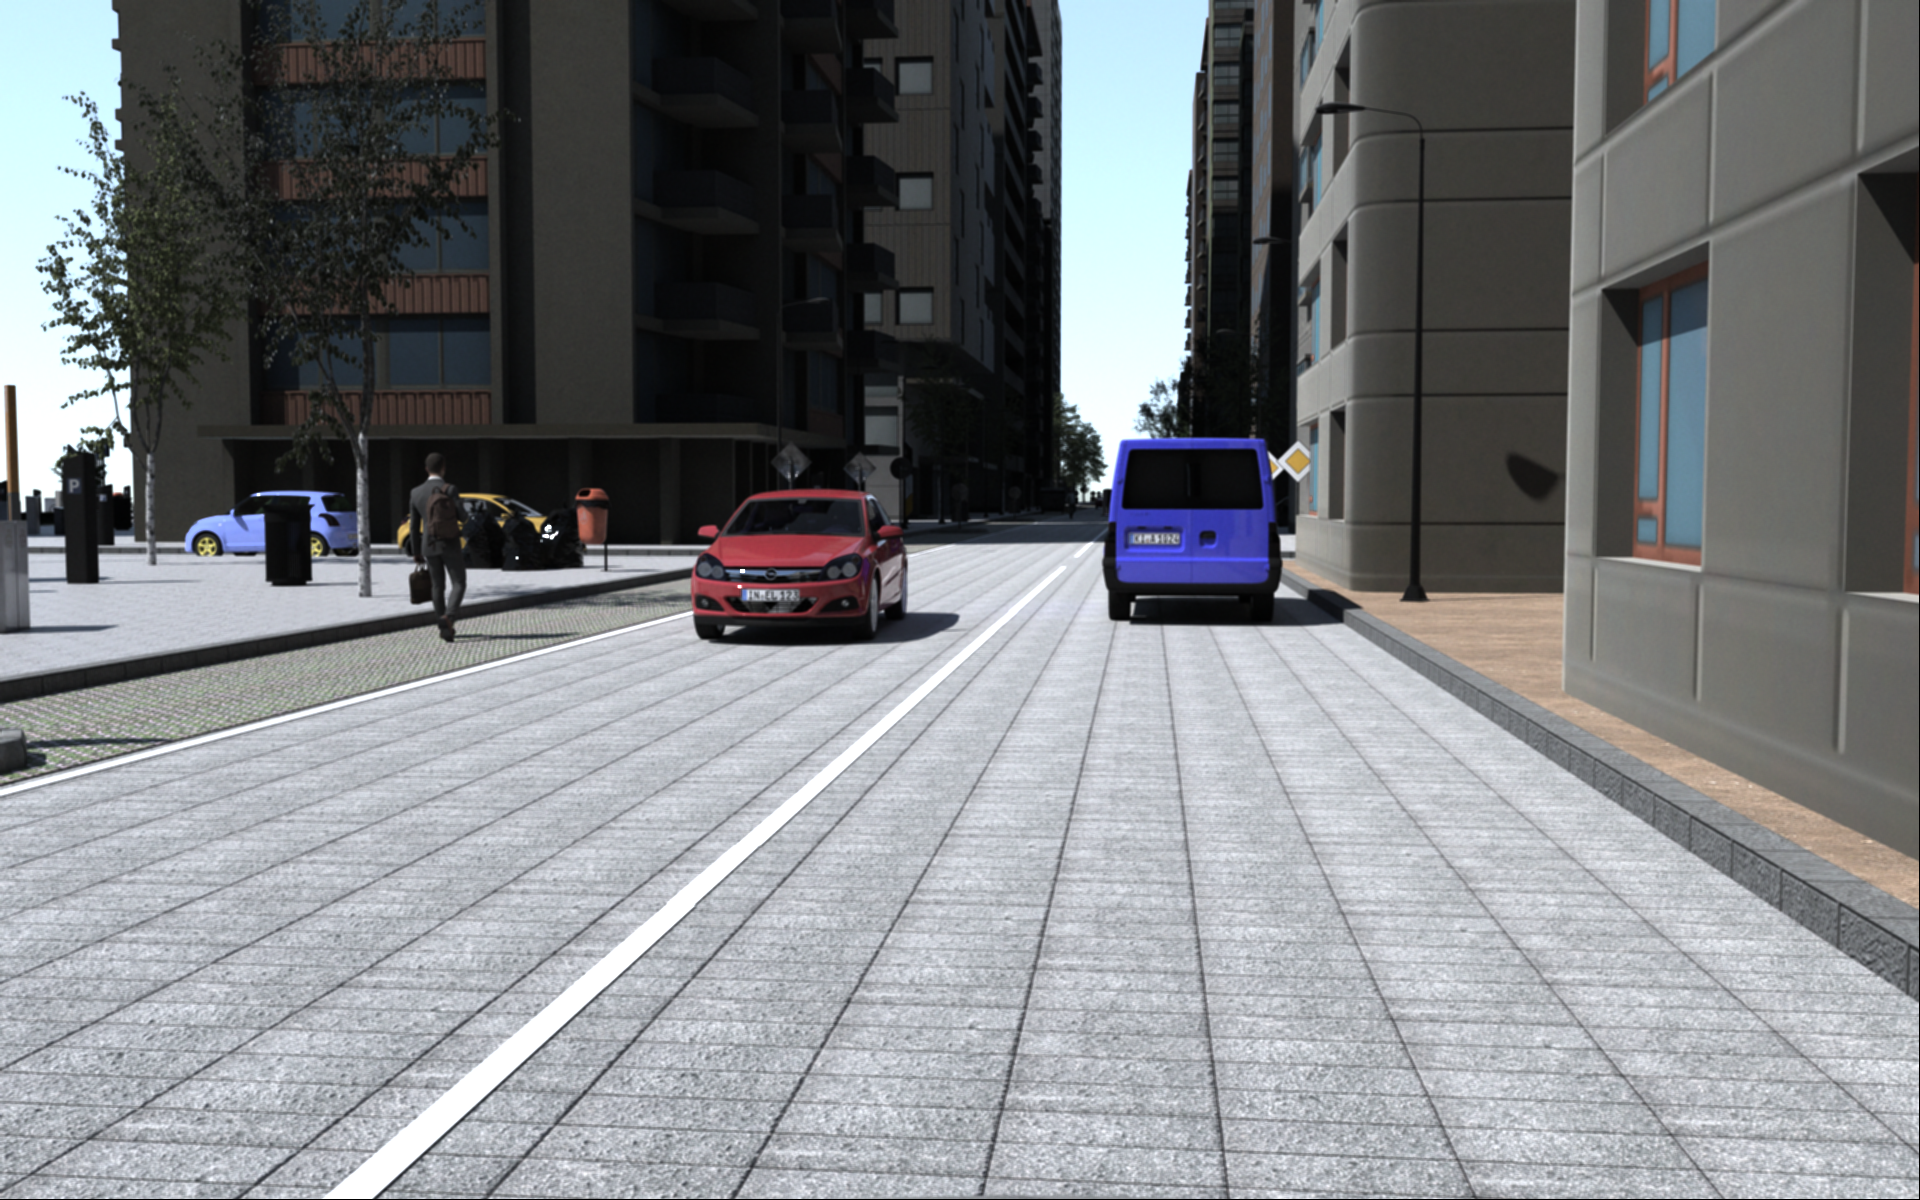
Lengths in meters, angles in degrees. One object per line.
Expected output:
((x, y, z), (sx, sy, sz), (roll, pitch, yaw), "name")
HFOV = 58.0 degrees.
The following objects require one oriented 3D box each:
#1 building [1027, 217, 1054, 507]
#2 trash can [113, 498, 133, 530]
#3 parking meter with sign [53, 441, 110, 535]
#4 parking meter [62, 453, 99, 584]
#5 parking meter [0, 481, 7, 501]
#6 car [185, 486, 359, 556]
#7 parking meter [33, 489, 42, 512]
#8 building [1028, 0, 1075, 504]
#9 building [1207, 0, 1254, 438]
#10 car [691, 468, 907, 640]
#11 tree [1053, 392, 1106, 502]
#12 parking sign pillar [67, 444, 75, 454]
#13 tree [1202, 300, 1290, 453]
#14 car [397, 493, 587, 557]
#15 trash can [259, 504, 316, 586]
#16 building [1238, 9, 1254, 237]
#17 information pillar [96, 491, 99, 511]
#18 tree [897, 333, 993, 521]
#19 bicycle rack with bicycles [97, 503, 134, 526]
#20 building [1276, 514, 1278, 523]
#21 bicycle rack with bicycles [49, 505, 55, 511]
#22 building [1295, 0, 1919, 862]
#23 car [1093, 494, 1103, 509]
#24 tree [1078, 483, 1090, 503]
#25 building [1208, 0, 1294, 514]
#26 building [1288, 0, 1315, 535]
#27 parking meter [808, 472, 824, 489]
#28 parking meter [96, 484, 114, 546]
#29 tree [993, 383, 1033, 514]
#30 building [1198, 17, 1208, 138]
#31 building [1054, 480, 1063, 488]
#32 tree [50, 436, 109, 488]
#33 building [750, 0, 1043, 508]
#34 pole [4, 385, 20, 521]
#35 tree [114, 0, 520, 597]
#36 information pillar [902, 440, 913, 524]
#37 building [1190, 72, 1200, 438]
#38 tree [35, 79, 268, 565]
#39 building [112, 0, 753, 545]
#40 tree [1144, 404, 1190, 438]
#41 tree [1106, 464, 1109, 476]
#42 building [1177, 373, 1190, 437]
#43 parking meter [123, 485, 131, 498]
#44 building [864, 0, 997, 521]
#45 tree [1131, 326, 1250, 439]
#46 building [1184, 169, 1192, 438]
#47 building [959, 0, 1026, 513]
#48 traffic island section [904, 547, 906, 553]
((2.100, -24.660, 174.898), (14.160, 30.474, 14.107), (0, 4, 6), "building")
((-30.001, -3.079, 61.999), (0.748, 1.137, 0.748), (0, 3, 0), "trash can")
((-28.052, -3.610, 55.283), (0.543, 3.016, 1.738), (2, 4, 25), "parking meter with sign")
((-12.620, -1.170, 24.842), (0.399, 1.863, 0.255), (1, 4, 10), "parking meter")
((-49.522, -5.152, 89.949), (0.399, 1.863, 0.255), (-1, 4, -14), "parking meter")
((-14.909, -1.717, 37.666), (3.694, 1.707, 1.945), (0, 4, 7), "car")
((-48.261, -5.027, 90.607), (0.372, 1.533, 0.369), (0, 3, 0), "parking meter")
((6.659, -49.924, 254.510), (20.563, 71.187, 20.611), (0, 4, 6), "building")
((24.688, -26.859, 122.737), (14.154, 41.232, 14.086), (0, 4, 6), "building")
((-1.619, -0.575, 18.440), (2.155, 1.783, 4.494), (0, 4, 4), "car")
((10.525, -16.798, 192.766), (7.486, 12.596, 7.792), (0, 3, 0), "tree")
((-47.541, -6.398, 93.084), (1.447, 3.967, 1.447), (2, 4, 25), "parking sign pillar")
((11.155, -7.114, 66.682), (4.737, 8.622, 4.395), (0, 3, 0), "tree")
((-10.109, -1.674, 37.593), (3.980, 1.641, 2.015), (0, 4, 6), "car")
((-9.432, -0.775, 24.319), (0.748, 1.137, 0.748), (0, 3, 0), "trash can")
((24.055, -20.481, 106.572), (14.160, 30.474, 14.107), (0, 4, 6), "building")
((-44.160, -5.135, 88.443), (0.304, 2.012, 0.304), (1, 4, 11), "information pillar")
((-0.871, -7.836, 78.488), (4.737, 8.622, 4.395), (0, 3, 0), "tree")
((-34.182, -3.485, 70.367), (2.925, 0.926, 2.852), (-1, 4, -17), "bicycle rack with bicycles")
((21.001, -26.306, 80.218), (14.600, 45.320, 14.200), (0, 4, 6), "building")
((-55.135, -5.812, 108.401), (2.925, 0.926, 2.852), (-1, 4, -16), "bicycle rack with bicycles")
((18.291, -10.396, 15.009), (27.650, 21.520, 28.899), (0, 4, 6), "building")
((14.019, -9.716, 167.892), (2.155, 1.783, 4.494), (0, 4, 5), "car")
((18.913, -16.391, 262.596), (1.663, 3.219, 1.824), (0, 3, 0), "tree")
((26.773, -29.810, 137.507), (14.600, 45.320, 14.200), (0, 4, 6), "building")
((20.883, -26.112, 50.638), (21.600, 48.544, 21.300), (0, 4, 6), "building")
((-3.828, -2.463, 45.975), (0.399, 1.863, 0.255), (-1, 4, -18), "parking meter")
((-21.358, -2.132, 43.276), (0.372, 1.533, 0.369), (0, 3, 0), "parking meter")
((2.606, -9.932, 112.756), (4.737, 8.622, 4.395), (0, 3, 0), "tree")
((33.027, -30.816, 158.469), (22.147, 44.769, 28.867), (0, 4, 6), "building")
((-3.671, -31.898, 213.415), (32.217, 40.220, 23.993), (0, 4, 6), "building")
((-29.345, -3.883, 58.095), (1.663, 3.219, 1.824), (0, 3, 0), "tree")
((-4.145, -30.516, 153.562), (22.147, 44.769, 28.867), (0, 4, 6), "building")
((-17.744, -2.361, 32.442), (0.158, 3.312, 0.155), (0, 3, 0), "pole")
((-7.664, -4.340, 21.317), (4.360, 8.622, 3.978), (0, 3, 0), "tree")
((-2.220, -5.002, 73.131), (0.504, 3.616, 0.183), (3, 4, 38), "information pillar")
((31.186, -32.434, 180.399), (14.600, 45.320, 14.200), (0, 4, 6), "building")
((-14.691, -4.949, 31.271), (4.737, 8.622, 4.395), (0, 3, 0), "tree")
((-13.996, -24.562, 56.207), (22.147, 44.769, 28.867), (0, 4, 6), "building")
((24.907, -16.593, 197.050), (9.928, 11.665, 9.643), (0, 3, 0), "tree")
((19.700, -21.647, 272.049), (7.486, 12.596, 7.792), (0, 3, 0), "tree")
((46.426, -25.227, 257.502), (27.650, 21.520, 28.899), (0, 4, 6), "building")
((-56.369, -6.821, 117.230), (0.399, 1.863, 0.255), (0, 4, -2), "parking meter")
((-12.380, -30.978, 95.726), (28.713, 52.752, 27.495), (0, 4, 6), "building")
((13.742, -9.946, 97.021), (8.767, 10.594, 7.601), (0, 4, 7), "tree")
((40.822, -35.093, 228.399), (22.147, 44.769, 28.867), (0, 4, 6), "building")
((-6.523, -30.814, 127.504), (21.300, 48.544, 21.600), (0, 4, 6), "building")
((-2.401, -1.153, 41.139), (2.009, 0.180, 2.903), (0, 4, 6), "traffic island section")
